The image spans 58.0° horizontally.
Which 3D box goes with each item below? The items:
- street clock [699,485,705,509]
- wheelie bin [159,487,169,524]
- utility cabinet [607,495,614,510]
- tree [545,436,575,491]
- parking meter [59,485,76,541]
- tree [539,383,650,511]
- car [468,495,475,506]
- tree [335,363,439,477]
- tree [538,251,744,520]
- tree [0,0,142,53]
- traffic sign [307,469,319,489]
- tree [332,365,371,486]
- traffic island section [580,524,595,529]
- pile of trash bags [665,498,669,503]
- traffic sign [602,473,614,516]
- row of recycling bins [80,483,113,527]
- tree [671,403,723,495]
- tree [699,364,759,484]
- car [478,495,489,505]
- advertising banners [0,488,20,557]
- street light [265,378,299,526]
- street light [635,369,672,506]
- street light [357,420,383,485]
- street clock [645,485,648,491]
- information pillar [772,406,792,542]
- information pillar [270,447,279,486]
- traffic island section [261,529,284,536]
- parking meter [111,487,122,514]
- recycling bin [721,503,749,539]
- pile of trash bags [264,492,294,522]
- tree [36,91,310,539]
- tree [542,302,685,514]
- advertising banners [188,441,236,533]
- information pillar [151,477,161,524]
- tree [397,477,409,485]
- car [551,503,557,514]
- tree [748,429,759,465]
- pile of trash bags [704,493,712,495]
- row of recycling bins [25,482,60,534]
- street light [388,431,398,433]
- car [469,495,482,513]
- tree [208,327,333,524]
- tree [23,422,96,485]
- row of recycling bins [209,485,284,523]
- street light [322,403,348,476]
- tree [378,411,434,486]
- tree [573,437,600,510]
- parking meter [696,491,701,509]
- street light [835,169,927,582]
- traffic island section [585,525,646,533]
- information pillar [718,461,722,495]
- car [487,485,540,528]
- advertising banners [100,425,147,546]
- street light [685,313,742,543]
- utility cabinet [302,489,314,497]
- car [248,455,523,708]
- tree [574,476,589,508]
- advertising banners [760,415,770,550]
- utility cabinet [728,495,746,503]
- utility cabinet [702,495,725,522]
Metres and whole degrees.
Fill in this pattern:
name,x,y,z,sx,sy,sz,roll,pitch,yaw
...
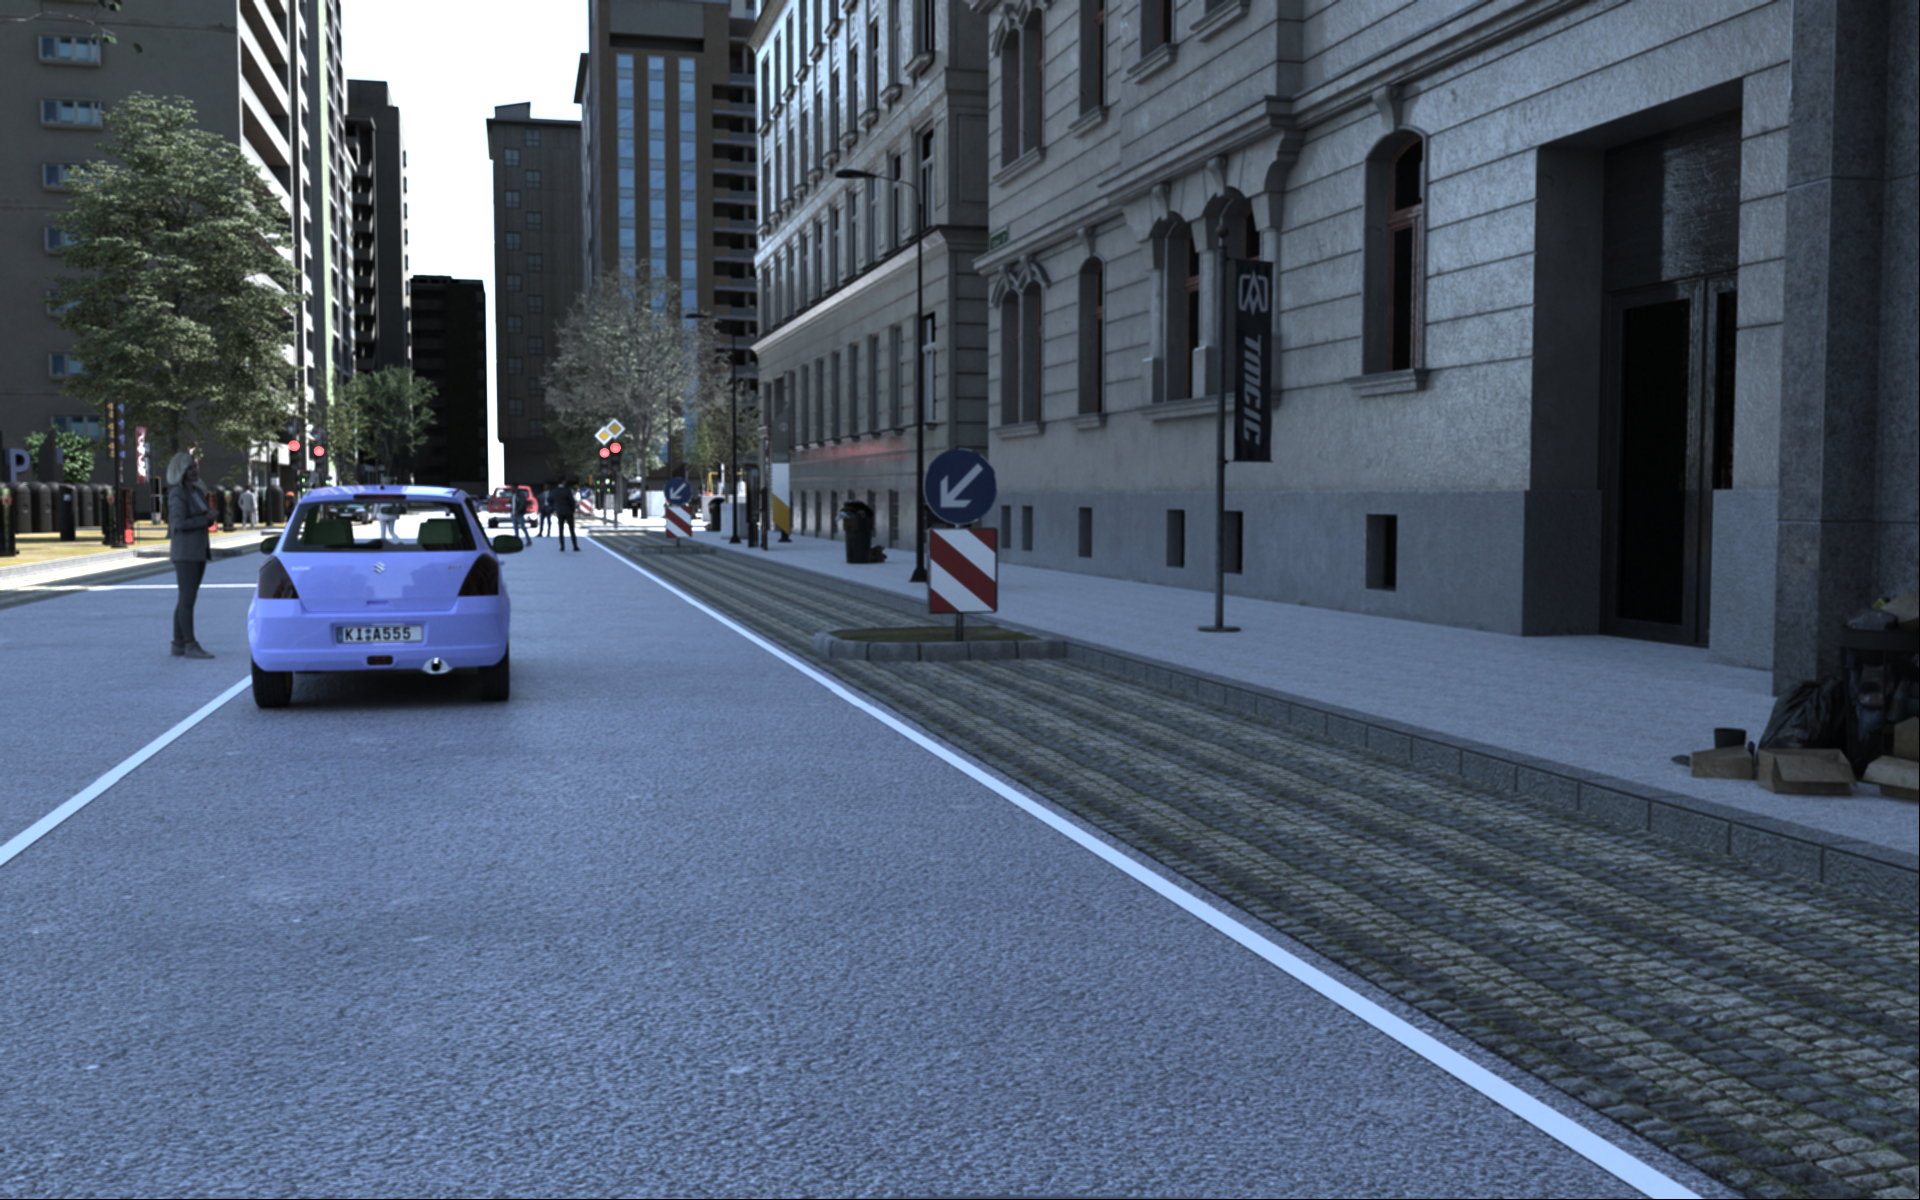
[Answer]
name,x,y,z,sx,sy,sz,roll,pitch,yaw
street clock,-21.419,-8.523,143.928,0.358,2.002,0.471,2,4,32
wheelie bin,-34.103,-4.100,74.943,0.980,1.594,0.693,-2,4,-28
utility cabinet,-28.070,-7.815,138.930,1.020,1.237,0.306,0,4,-8
tree,-49.864,-16.283,216.595,4.360,8.622,3.978,0,3,0
parking meter,-24.567,-2.400,47.651,0.372,1.533,0.369,0,3,0
tree,-27.862,-12.162,133.269,8.767,10.594,7.601,-2,4,-23
car,-32.516,-6.147,112.508,2.014,1.417,4.499,-1,4,-15
tree,-45.118,-12.871,136.188,9.928,11.665,9.643,0,3,0
tree,-16.089,-10.837,87.555,12.009,13.543,11.850,0,3,0
tree,-17.397,-10.338,24.912,12.611,20.169,13.585,0,3,0
traffic sign,-31.496,-5.182,84.729,0.884,2.594,0.081,-1,4,-8
tree,-34.988,-8.981,97.210,4.737,8.622,4.395,0,3,0
traffic island section,-14.698,-3.031,71.840,2.009,0.180,2.903,-1,4,-14
pile of trash bags,-21.844,-7.110,125.999,1.912,1.369,3.447,-2,4,-29
traffic sign,-20.695,-6.250,102.188,0.884,2.594,0.081,-1,4,-12
row of recycling bins,-34.067,-3.694,67.517,1.069,1.692,3.534,0,4,2
tree,-20.245,-11.328,135.574,4.737,8.622,4.395,0,3,0
tree,-12.730,-9.015,97.761,4.360,8.622,3.978,0,3,0
car,-54.615,-11.398,198.929,1.945,1.354,3.894,-1,4,-13
advertising banners,-19.543,-2.346,34.543,0.090,3.025,2.074,0,4,8
street light,-27.051,-5.908,69.137,1.470,5.913,1.316,-1,4,-14
street light,-11.338,-5.614,64.332,1.470,5.913,1.316,-1,4,-14
street light,-37.111,-8.312,108.438,1.470,5.913,1.316,-1,4,-14
street clock,-25.980,-8.470,143.047,0.358,2.002,0.471,2,4,31
information pillar,-4.766,-3.357,46.247,0.504,3.616,0.183,0,4,8
information pillar,-34.418,-5.852,87.035,0.504,3.616,0.183,2,4,30
traffic island section,-23.502,-2.389,61.346,2.009,0.180,2.903,-1,4,-14
parking meter,-28.293,-3.040,58.117,0.372,1.533,0.369,0,3,0
recycling bin,-6.339,-2.256,49.439,0.722,1.027,0.722,3,4,37
pile of trash bags,-31.172,-4.299,80.037,1.912,1.369,3.447,-1,4,-14
tree,-22.565,-8.062,49.938,7.486,12.596,7.792,0,3,0
tree,-22.630,-12.671,113.831,9.857,13.997,8.962,0,3,0
advertising banners,-24.915,-3.758,57.627,0.090,3.025,2.074,1,4,20
information pillar,-35.052,-4.343,75.494,0.304,2.012,0.304,-3,5,-44
tree,-55.891,-11.009,174.605,1.663,3.219,1.824,0,3,0
car,-29.100,-6.980,126.708,1.945,1.354,3.894,-1,4,-15
tree,-14.759,-11.587,139.814,4.737,8.622,4.395,0,3,0
pile of trash bags,-13.887,-5.821,104.925,3.447,1.369,1.912,0,4,3
row of recycling bins,-30.606,-3.033,56.710,1.069,1.692,3.534,1,4,10
street light,-42.304,-9.518,128.166,1.470,5.913,1.316,-1,4,-14
car,-37.746,-7.382,133.277,1.945,1.354,3.894,-1,4,-13
tree,-29.990,-7.544,73.704,4.737,8.622,4.395,0,3,0
tree,-41.241,-5.852,79.387,4.285,4.588,4.351,0,3,0
row of recycling bins,-31.572,-4.246,76.540,3.534,1.692,1.069,0,4,8
street light,-31.995,-7.102,88.663,1.470,5.913,1.316,-1,4,-14
tree,-50.209,-12.680,157.686,4.360,8.622,3.978,0,3,0
tree,-29.742,-11.607,140.144,4.737,8.622,4.395,0,3,0
parking meter,-22.313,-8.529,147.853,0.372,1.533,0.369,0,3,0
street light,-1.106,-3.211,25.047,1.470,5.913,1.316,-1,4,-14
traffic island section,-12.709,-2.558,64.105,2.009,0.180,2.903,-1,4,-14
information pillar,-17.216,-8.123,124.170,0.183,3.616,0.504,-2,4,-31
car,-19.064,-3.994,73.979,2.281,1.827,5.304,-1,4,-13
advertising banners,-21.051,-2.906,43.701,0.090,3.025,2.074,0,4,5
street light,-6.380,-4.420,44.809,1.470,5.913,1.316,-1,4,-14
utility cabinet,-31.244,-4.561,83.246,0.318,1.500,1.173,-3,5,-43
car,-4.286,-0.213,13.075,1.945,1.707,3.694,-1,4,-16
tree,-35.271,-10.140,160.383,1.663,3.219,1.824,0,3,0
advertising banners,-4.456,-2.651,39.536,0.090,3.025,2.074,-1,4,-10
utility cabinet,-11.874,-4.982,92.613,1.020,1.237,0.306,-2,4,-29
utility cabinet,-11.186,-4.122,78.556,1.020,1.237,0.306,-1,4,-18
